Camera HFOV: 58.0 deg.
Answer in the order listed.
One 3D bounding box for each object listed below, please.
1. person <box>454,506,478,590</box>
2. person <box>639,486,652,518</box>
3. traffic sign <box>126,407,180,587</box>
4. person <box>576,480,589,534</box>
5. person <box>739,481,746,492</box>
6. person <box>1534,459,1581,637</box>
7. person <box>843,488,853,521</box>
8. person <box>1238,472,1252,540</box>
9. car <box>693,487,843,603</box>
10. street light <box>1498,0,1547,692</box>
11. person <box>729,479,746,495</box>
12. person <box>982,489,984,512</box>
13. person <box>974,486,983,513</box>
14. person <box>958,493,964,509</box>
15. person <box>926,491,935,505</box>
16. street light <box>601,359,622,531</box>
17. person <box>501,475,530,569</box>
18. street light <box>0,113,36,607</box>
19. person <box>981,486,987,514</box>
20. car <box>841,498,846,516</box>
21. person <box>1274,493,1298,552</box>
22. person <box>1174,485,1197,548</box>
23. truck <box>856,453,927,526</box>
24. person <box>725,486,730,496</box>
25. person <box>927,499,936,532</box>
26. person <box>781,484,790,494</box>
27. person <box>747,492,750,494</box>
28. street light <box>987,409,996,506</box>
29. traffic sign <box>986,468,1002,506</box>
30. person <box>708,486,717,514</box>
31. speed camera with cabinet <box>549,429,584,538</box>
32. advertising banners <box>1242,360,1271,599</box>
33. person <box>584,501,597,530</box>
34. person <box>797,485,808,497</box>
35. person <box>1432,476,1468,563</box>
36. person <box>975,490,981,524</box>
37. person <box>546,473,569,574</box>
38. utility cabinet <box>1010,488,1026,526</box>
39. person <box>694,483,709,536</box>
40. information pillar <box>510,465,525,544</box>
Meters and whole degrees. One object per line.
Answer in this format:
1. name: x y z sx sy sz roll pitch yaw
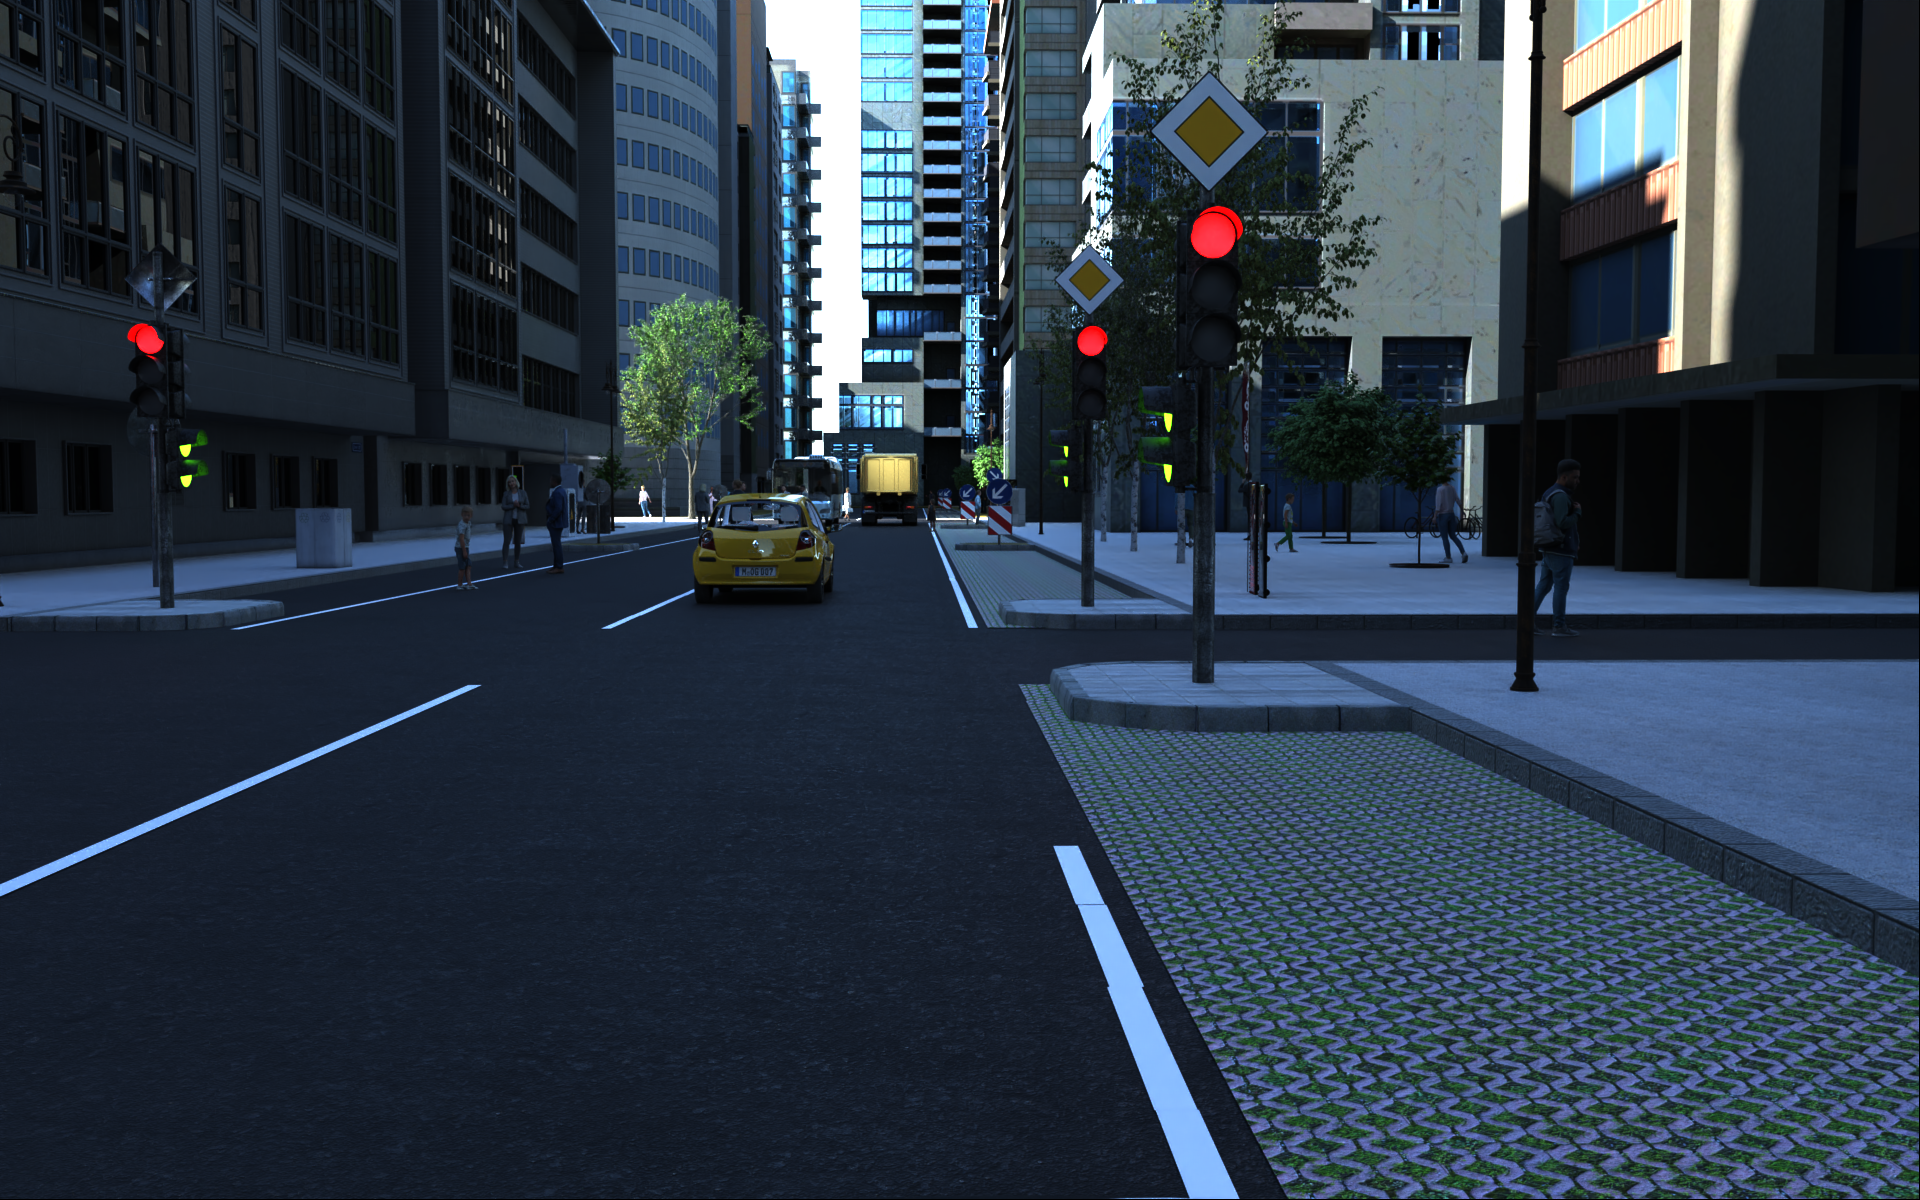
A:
1. person: -7.391 -0.778 25.900 0.352 1.250 0.332 3 4 37
2. person: -16.445 -5.151 90.935 0.598 1.740 0.731 2 4 24
3. traffic sign: -11.092 -1.450 23.818 0.768 2.556 0.104 0 4 3
4. person: -12.159 -3.029 55.841 0.520 1.790 0.573 0 4 3
5. person: -6.089 -2.462 48.946 0.583 1.804 0.606 1 4 15
6. person: 6.013 -0.524 17.422 0.721 1.781 0.623 -1 4 -10
7. person: -5.995 -5.074 91.811 0.624 1.780 0.694 -2 4 -35
8. person: 7.984 -2.603 47.970 0.474 1.900 0.648 2 4 30
9. car: -2.673 -0.854 24.179 2.015 1.641 3.980 0 4 -1
10. street light: 3.688 -2.346 11.139 0.468 5.910 1.993 0 4 -1
11. person: -5.071 -1.895 39.908 0.534 1.772 0.576 2 4 32
12. person: 1.589 -7.193 124.458 0.445 1.727 0.742 0 4 -4
13. person: 1.403 -6.789 117.059 0.705 1.821 1.348 2 4 30
14. person: 0.083 -8.535 146.502 0.541 1.710 0.530 1 4 16
15. person: -2.752 -9.229 159.921 0.750 1.759 0.617 -3 5 -42
16. street light: -11.964 -5.306 59.534 0.468 5.910 1.993 0 4 -1
17. person: -8.602 -1.520 33.536 0.537 1.800 0.526 -1 4 -14
18. street light: -11.017 -2.863 19.595 0.468 5.910 1.993 0 4 -1
19. person: 1.584 -6.539 112.986 0.705 1.821 1.348 -1 4 -11
20. car: -8.361 -6.217 113.657 2.014 1.417 4.499 0 4 -1
21. person: 7.201 -1.708 38.213 0.590 1.304 0.306 -1 4 -13
22. person: 5.356 -2.118 41.014 0.601 1.785 0.444 0 4 -5
23. truck: -3.265 -5.226 81.369 3.469 3.379 9.791 0 4 -1
24. person: -10.748 -4.381 80.151 0.660 1.820 0.620 1 4 20
25. person: -1.092 -3.217 65.764 0.362 1.253 0.373 -2 4 -30
26. person: -6.541 -3.387 64.072 0.606 1.804 0.583 1 4 20
27. person: -8.343 -3.501 68.335 0.523 1.515 0.503 -1 4 -18
28. street light: 1.702 -7.412 93.970 0.468 5.910 1.993 0 4 -1
29. traffic sign: 1.658 -5.099 83.475 0.768 2.556 0.104 0 4 2
30. person: -14.162 -5.662 99.278 0.551 1.740 0.621 0 4 -3
31. speed camera with cabinet: -11.796 -3.524 51.957 0.660 3.252 2.038 0 4 1
32. advertising banners: 3.767 -1.586 22.118 0.090 3.025 2.074 0 4 1
33. person: -13.143 -3.389 62.201 0.760 1.731 0.466 -1 4 -11
34. person: -6.164 -3.587 67.321 0.511 1.800 0.466 0 4 7
35. person: 9.196 -1.558 32.194 0.731 1.740 0.598 -3 5 -44
36. person: 0.795 -3.967 75.176 0.330 1.601 0.589 0 4 -2
37. person: -7.281 -1.383 31.287 0.419 1.800 0.721 -1 4 -13
38. utility cabinet: 2.273 -3.650 68.361 0.318 1.500 1.173 -1 4 -14
39. person: -8.913 -3.132 59.885 0.537 1.800 0.526 1 4 18
40. information pillar: -11.352 -2.443 44.440 0.304 2.012 0.304 -1 4 -21
